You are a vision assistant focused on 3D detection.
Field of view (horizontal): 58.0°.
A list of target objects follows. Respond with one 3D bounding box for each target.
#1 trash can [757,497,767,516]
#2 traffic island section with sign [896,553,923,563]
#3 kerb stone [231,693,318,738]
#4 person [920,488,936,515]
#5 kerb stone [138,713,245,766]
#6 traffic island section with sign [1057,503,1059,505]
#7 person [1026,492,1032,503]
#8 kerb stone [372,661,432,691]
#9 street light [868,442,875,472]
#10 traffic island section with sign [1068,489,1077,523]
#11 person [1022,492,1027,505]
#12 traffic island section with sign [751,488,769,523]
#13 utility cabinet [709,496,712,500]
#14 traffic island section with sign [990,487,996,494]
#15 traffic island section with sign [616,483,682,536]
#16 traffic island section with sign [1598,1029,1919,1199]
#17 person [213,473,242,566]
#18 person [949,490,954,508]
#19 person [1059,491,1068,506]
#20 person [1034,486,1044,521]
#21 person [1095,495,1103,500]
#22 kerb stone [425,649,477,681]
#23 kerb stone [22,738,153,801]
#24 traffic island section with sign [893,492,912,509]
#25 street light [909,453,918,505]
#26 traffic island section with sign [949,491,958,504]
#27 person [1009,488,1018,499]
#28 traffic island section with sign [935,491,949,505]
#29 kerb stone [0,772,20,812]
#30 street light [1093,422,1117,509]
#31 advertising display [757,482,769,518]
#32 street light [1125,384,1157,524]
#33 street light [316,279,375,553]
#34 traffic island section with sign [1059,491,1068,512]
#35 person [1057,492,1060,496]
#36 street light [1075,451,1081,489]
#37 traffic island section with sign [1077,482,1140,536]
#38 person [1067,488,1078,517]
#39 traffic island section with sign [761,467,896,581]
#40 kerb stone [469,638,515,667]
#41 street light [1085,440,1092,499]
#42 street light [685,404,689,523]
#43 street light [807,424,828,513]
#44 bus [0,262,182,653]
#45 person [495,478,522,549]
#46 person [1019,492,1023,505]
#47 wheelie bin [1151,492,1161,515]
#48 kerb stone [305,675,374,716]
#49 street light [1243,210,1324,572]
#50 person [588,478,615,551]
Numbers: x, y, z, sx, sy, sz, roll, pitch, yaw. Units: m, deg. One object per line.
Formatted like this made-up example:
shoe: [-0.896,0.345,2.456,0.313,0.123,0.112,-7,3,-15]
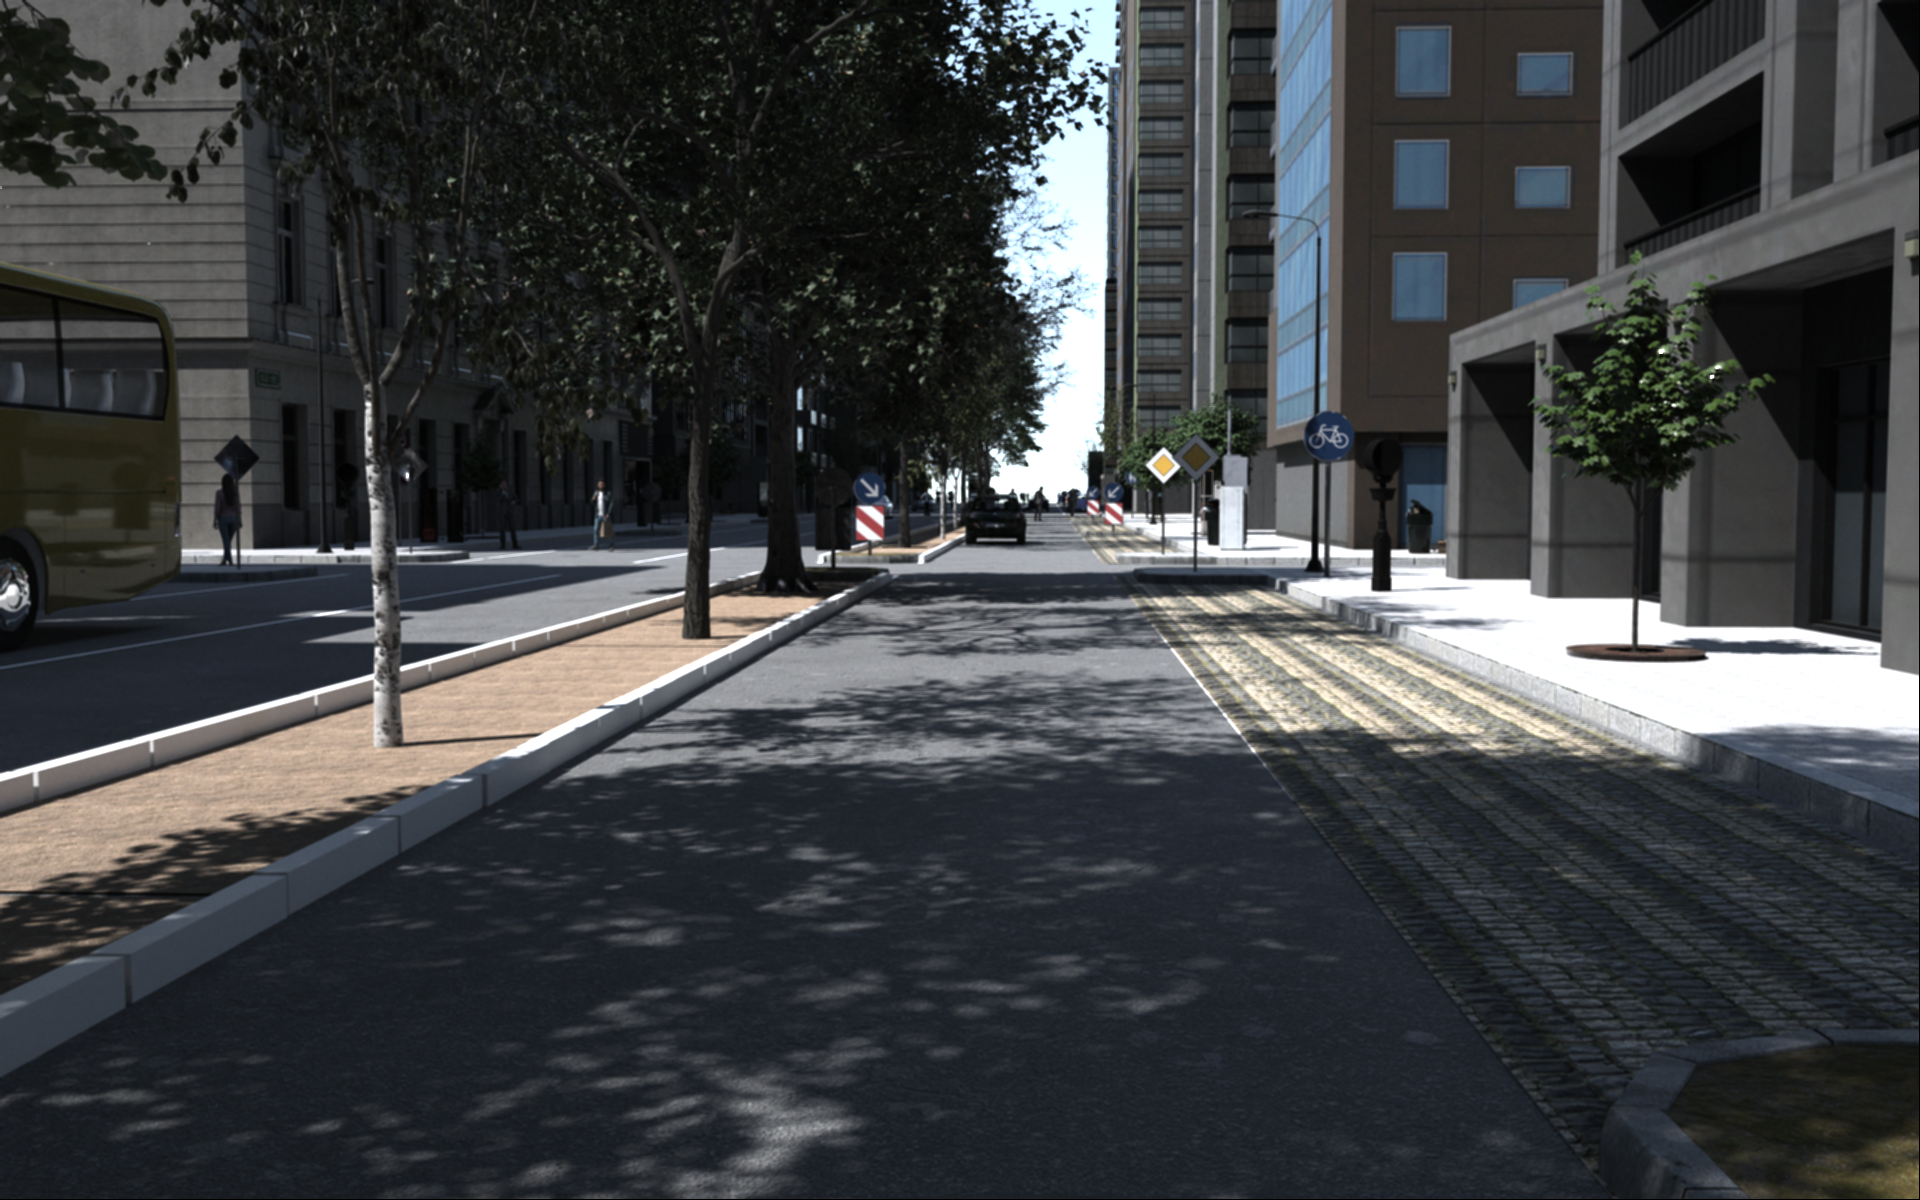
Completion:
trash can: [-11.285,-5.358,99.249,0.748,1.137,0.748,0,3,0]
traffic island section with sign: [-1.837,-1.743,36.629,2.006,1.907,1.989,0,4,3]
kerb stone: [-4.209,0.714,10.574,0.120,0.150,1.000,0,4,3]
person: [-2.216,-6.642,117.083,1.348,1.826,0.705,-3,5,-40]
kerb stone: [-4.247,0.773,9.552,0.120,0.150,1.000,0,4,3]
traffic island section with sign: [10.414,-9.474,163.525,1.989,1.847,2.006,0,4,3]
person: [9.463,-14.199,241.371,1.217,1.743,0.721,0,4,-2]
kerb stone: [-4.107,0.586,12.622,0.120,0.150,1.000,0,4,3]
street light: [-7.499,-11.012,152.593,1.470,5.913,1.316,0,4,3]
traffic island section with sign: [6.511,-4.761,86.467,1.989,1.847,2.006,0,4,3]
person: [8.264,-12.944,220.841,0.721,1.736,1.217,3,5,44]
traffic island section with sign: [-9.396,-4.798,87.080,1.989,1.847,2.006,0,4,3]
utility cabinet: [-12.803,-4.568,85.848,1.020,1.237,0.306,-2,4,-29]
traffic island section with sign: [1.948,-6.333,111.673,2.006,1.907,1.989,0,4,3]
traffic island section with sign: [-10.760,-3.152,60.159,1.989,1.847,2.006,0,4,3]
traffic island section with sign: [2.308,0.338,3.097,1.989,1.847,2.006,0,4,3]
person: [-13.841,-1.484,32.770,0.388,1.821,0.555,2,4,33]
person: [-0.857,-10.648,182.585,0.705,1.826,1.348,1,4,20]
person: [12.081,-11.775,201.036,1.348,1.823,0.705,3,5,39]
person: [4.229,-5.126,92.114,0.447,1.846,0.655,-3,5,-43]
person: [15.143,-11.190,191.468,1.348,1.823,0.705,0,4,6]
kerb stone: [-4.051,0.523,13.646,0.120,0.150,1.000,0,4,3]
kerb stone: [-4.304,0.836,8.526,0.120,0.150,1.000,0,4,3]
traffic island section with sign: [-5.492,-9.523,164.335,1.989,1.847,2.006,0,4,3]
street light: [-5.176,-13.716,196.803,1.470,5.913,1.316,0,4,3]
traffic island section with sign: [-1.361,-14.525,246.106,1.989,1.847,2.006,0,4,3]
person: [2.975,-5.533,99.369,0.661,1.777,0.834,-2,4,-28]
traffic island section with sign: [-2.722,-12.878,219.185,1.989,1.847,2.006,0,4,3]
kerb stone: [-4.361,0.899,7.499,0.120,0.150,1.000,0,4,3]
street light: [9.497,-8.481,111.198,1.470,5.913,1.316,0,4,3]
advertising display: [-10.691,-5.441,94.180,0.123,1.923,0.974,2,4,26]
street light: [7.650,-6.159,73.239,1.470,5.913,1.316,0,4,3]
street light: [-13.291,-3.972,37.485,1.470,5.913,1.316,0,4,3]
traffic island section with sign: [9.046,-7.827,136.604,1.989,1.847,2.006,0,4,3]
person: [15.130,-15.668,264.669,0.705,1.824,1.348,-1,4,-20]
street light: [13.376,-13.162,187.740,1.470,5.913,1.316,0,4,3]
traffic island section with sign: [5.144,-3.114,59.546,1.989,1.847,2.006,0,4,3]
person: [7.015,-6.106,108.433,0.694,1.812,0.767,1,4,20]
traffic island section with sign: [-2.221,-1.290,29.232,2.006,1.907,1.989,0,4,3]
kerb stone: [-4.002,0.460,14.667,0.120,0.150,1.000,0,4,3]
street light: [11.563,-10.840,149.779,1.470,5.913,1.316,0,4,3]
street light: [-11.397,-6.325,75.963,1.470,5.913,1.316,0,4,3]
street light: [-9.449,-8.691,114.639,1.470,5.913,1.316,0,4,3]
bus: [-9.822,-1.300,12.794,2.896,3.916,12.252,0,4,1]
person: [-11.773,-2.254,45.151,0.655,1.846,0.447,-2,4,-28]
person: [8.174,-13.412,228.230,0.683,1.767,0.568,0,4,2]
wheelie bin: [12.019,-5.938,104.992,0.980,1.594,0.693,3,5,42]
kerb stone: [-4.151,0.648,11.599,0.120,0.150,1.000,0,4,3]
street light: [5.324,-3.422,28.486,1.470,5.913,1.316,0,4,3]
person: [-8.822,-2.106,42.924,0.794,1.824,0.713,3,4,36]
